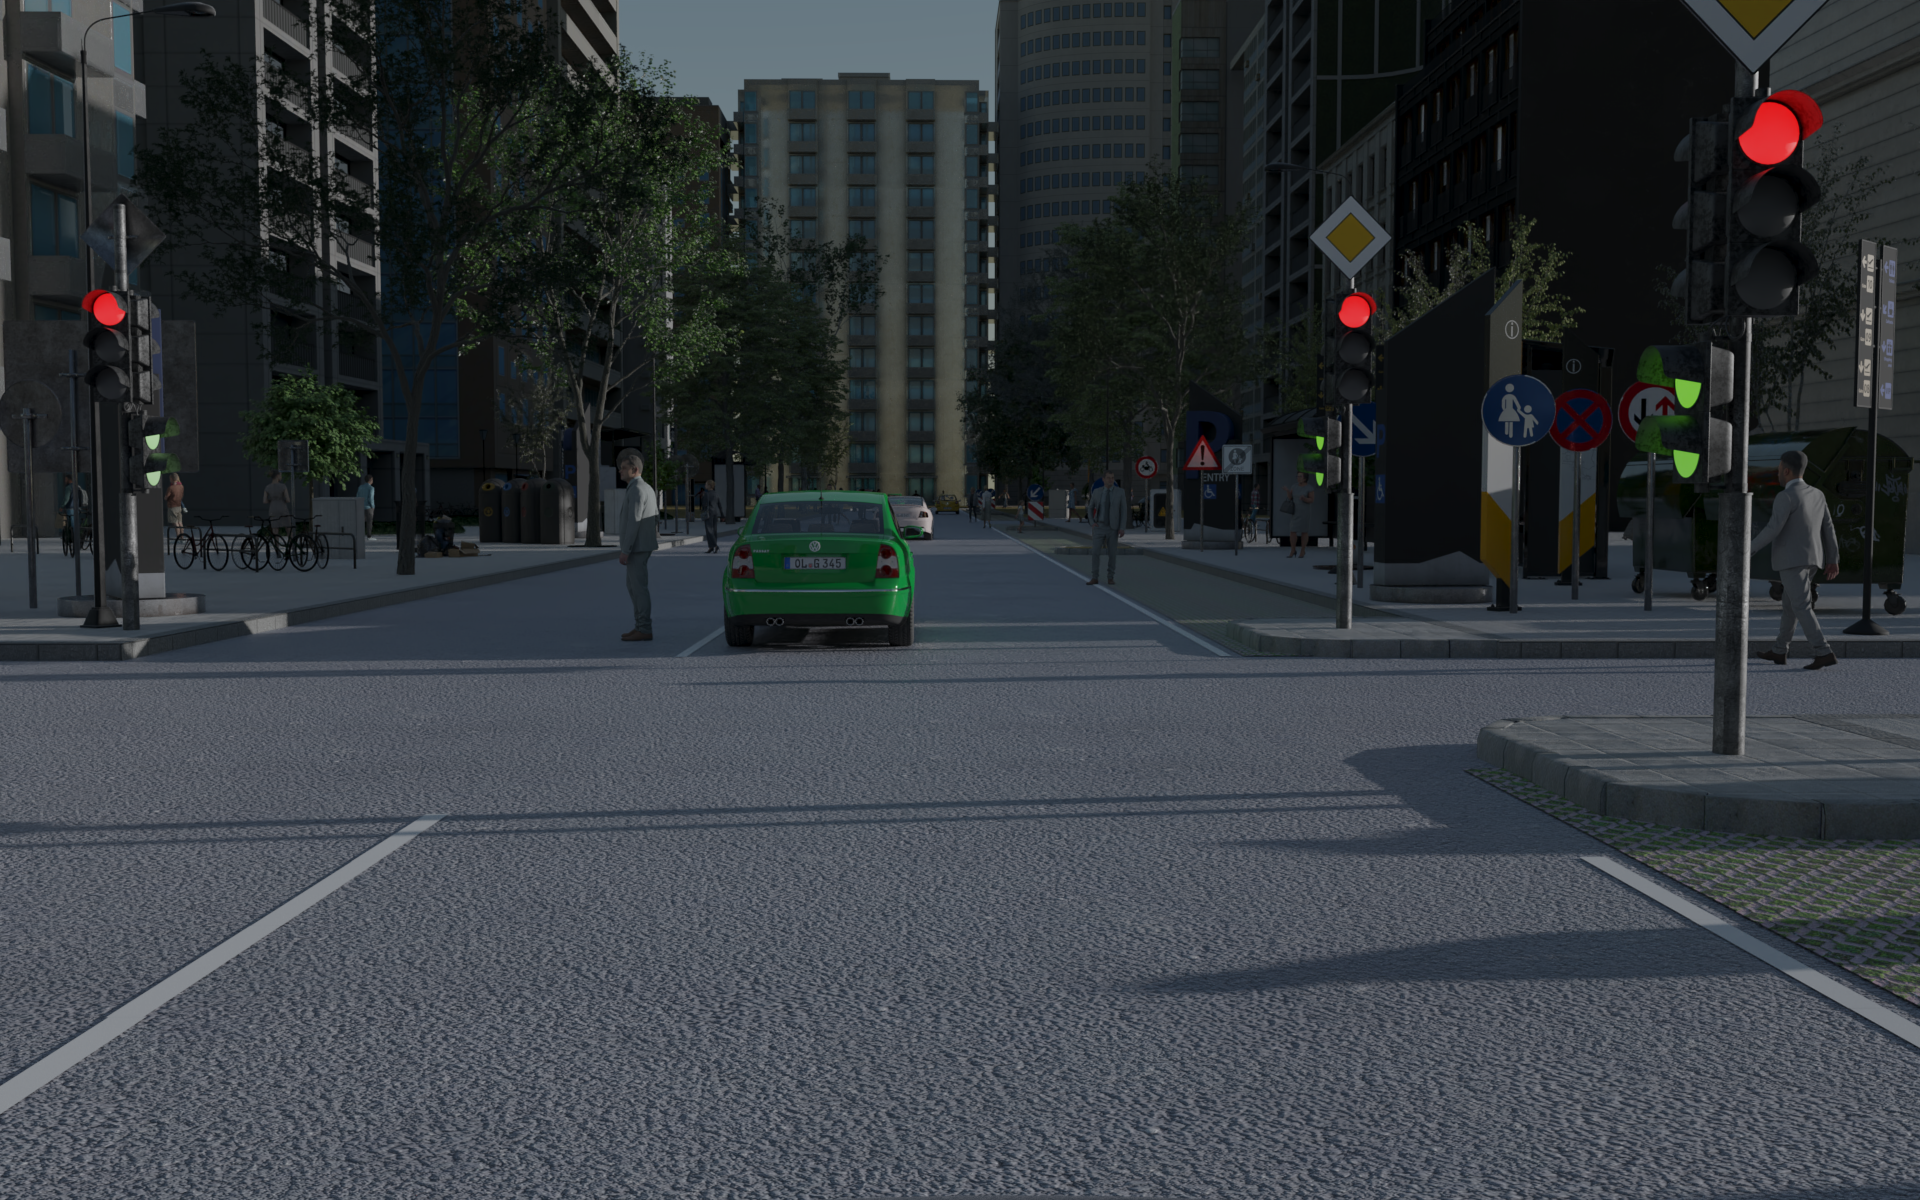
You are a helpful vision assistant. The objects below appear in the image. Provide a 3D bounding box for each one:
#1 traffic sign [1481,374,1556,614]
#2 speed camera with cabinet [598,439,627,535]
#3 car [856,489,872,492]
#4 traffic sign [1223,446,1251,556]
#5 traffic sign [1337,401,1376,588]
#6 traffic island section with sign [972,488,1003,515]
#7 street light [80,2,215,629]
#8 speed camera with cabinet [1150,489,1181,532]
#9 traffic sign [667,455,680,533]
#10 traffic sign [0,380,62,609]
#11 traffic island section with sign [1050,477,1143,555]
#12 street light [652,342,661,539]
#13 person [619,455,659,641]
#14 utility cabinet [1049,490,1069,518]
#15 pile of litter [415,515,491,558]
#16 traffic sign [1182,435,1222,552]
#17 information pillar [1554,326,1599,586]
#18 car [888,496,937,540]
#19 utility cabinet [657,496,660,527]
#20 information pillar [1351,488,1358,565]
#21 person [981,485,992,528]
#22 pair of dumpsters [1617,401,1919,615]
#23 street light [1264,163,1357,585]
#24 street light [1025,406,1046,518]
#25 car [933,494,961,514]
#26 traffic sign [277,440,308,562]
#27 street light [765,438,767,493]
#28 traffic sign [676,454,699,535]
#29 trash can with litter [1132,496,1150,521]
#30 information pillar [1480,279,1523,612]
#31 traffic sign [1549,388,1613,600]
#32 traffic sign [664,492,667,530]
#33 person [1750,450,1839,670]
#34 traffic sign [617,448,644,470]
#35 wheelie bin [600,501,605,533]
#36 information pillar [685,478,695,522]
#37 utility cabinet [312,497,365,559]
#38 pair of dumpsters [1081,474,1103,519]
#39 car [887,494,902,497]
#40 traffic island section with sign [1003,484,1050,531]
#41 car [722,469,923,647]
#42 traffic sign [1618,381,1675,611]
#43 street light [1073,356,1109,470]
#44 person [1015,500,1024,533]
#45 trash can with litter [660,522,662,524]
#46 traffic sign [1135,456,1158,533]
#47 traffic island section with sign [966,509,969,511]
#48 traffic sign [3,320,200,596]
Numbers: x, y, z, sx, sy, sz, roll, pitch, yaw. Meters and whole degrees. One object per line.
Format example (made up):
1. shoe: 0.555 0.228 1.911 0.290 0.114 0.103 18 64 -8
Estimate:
1. traffic sign: 5.954 -1.128 18.552 0.768 2.556 0.104 0 4 7
2. speed camera with cabinet: -11.175 -3.748 55.620 0.660 3.252 2.038 -2 4 -30
3. car: -7.753 -8.122 141.459 2.281 1.827 5.304 0 4 -2
4. traffic sign: 5.759 -2.074 36.039 0.606 2.300 0.079 1 4 8
5. traffic sign: 5.464 -1.435 23.571 0.768 2.556 0.104 0 4 2
6. traffic island section with sign: 1.969 -6.708 118.302 1.989 1.847 2.006 0 4 -1
7. street light: -7.739 -2.690 16.518 1.470 5.913 1.316 0 4 -1
8. speed camera with cabinet: 7.507 -3.943 58.797 2.038 3.252 0.660 1 4 18
9. traffic sign: -9.225 -3.437 56.295 0.768 2.556 0.104 0 4 0
10. traffic sign: -10.401 -1.178 19.365 0.768 2.556 0.104 0 4 7
11. traffic island section with sign: 3.278 -1.997 41.286 1.989 1.847 2.006 0 4 -1
12. street light: -8.270 -4.733 49.922 1.470 5.913 1.316 0 4 -1
13. person: -3.150 -0.510 16.942 0.391 1.810 0.635 0 4 -6
14. utility cabinet: 5.185 -5.018 90.719 0.318 1.500 1.173 -3 5 -44
15. pile of litter: -10.383 -1.315 35.466 1.719 0.858 1.176 -3 4 -36
16. traffic sign: 5.357 -2.343 38.306 0.884 2.594 0.081 0 4 6
17. information pillar: 8.628 -2.010 24.213 0.504 3.616 0.183 0 4 7
18. car: -1.779 -2.614 55.102 2.083 1.381 4.827 0 3 0
19. utility cabinet: -12.230 -3.505 68.474 0.306 1.237 1.020 -3 4 -39
20. information pillar: 7.045 -1.622 31.007 0.304 2.012 0.304 1 4 10
21. person: 1.139 -3.897 72.441 0.478 1.798 0.641 -1 4 -17
22. pair of dumpsters: 9.322 -1.088 20.277 1.574 2.255 4.437 0 4 -1
23. street light: 4.960 -3.175 24.457 1.470 5.913 1.316 0 4 -1
24. street light: 3.849 -7.261 91.265 1.470 5.913 1.316 0 4 -1
25. car: -0.918 -6.907 123.150 2.015 1.641 3.980 0 4 -1
26. traffic sign: -12.622 -1.876 32.795 0.606 2.300 0.079 0 4 7
27. street light: -8.821 -6.776 83.326 1.470 5.913 1.316 0 4 -1
28. traffic sign: -8.643 -3.351 54.898 0.768 2.556 0.104 1 4 9
29. trash can with litter: 8.776 -4.412 83.527 1.055 1.170 0.624 -3 4 -37
30. information pillar: 5.911 -1.684 18.889 0.504 3.616 0.183 -2 4 -28
31. traffic sign: 7.480 -1.277 20.991 0.768 2.556 0.104 0 4 7
32. traffic sign: -10.624 -3.811 62.424 0.768 2.556 0.104 0 4 1
33. person: 6.918 -0.339 14.323 0.678 1.792 0.850 -2 4 -28
34. traffic sign: -9.099 -2.916 47.782 0.768 2.556 0.104 0 4 5
35. wheelie bin: -11.589 -3.032 57.476 0.693 1.594 0.980 -2 4 -34
36. information pillar: -12.397 -4.589 79.522 0.304 2.012 0.304 2 4 31
37. utility cabinet: -12.292 -1.412 34.255 1.020 1.237 0.306 1 4 17
38. pair of dumpsters: 7.018 -5.116 86.143 1.574 2.255 4.437 0 4 -1
39. car: -6.101 -9.318 161.152 1.959 1.807 4.718 0 4 1
40. traffic island section with sign: 2.817 -3.646 68.238 1.989 1.847 2.006 0 4 -1
41. car: -1.352 -0.542 17.665 1.959 1.807 4.718 0 4 -1
42. traffic sign: 7.565 -1.154 18.968 0.768 2.556 0.104 0 4 5
43. street light: 4.384 -5.218 57.861 1.470 5.913 1.316 0 4 -1
44. person: 2.154 -3.020 62.900 0.382 1.210 0.505 0 4 -4
45. trash can with litter: -13.375 -3.900 74.815 1.678 1.210 2.233 0 4 8
46. traffic sign: 6.211 -3.523 57.711 0.768 2.556 0.104 0 4 6
47. traffic island section with sign: 1.506 -8.368 145.440 1.989 1.847 2.006 0 4 -1
48. traffic sign: -10.068 -1.618 20.322 2.265 3.308 0.079 0 4 1
